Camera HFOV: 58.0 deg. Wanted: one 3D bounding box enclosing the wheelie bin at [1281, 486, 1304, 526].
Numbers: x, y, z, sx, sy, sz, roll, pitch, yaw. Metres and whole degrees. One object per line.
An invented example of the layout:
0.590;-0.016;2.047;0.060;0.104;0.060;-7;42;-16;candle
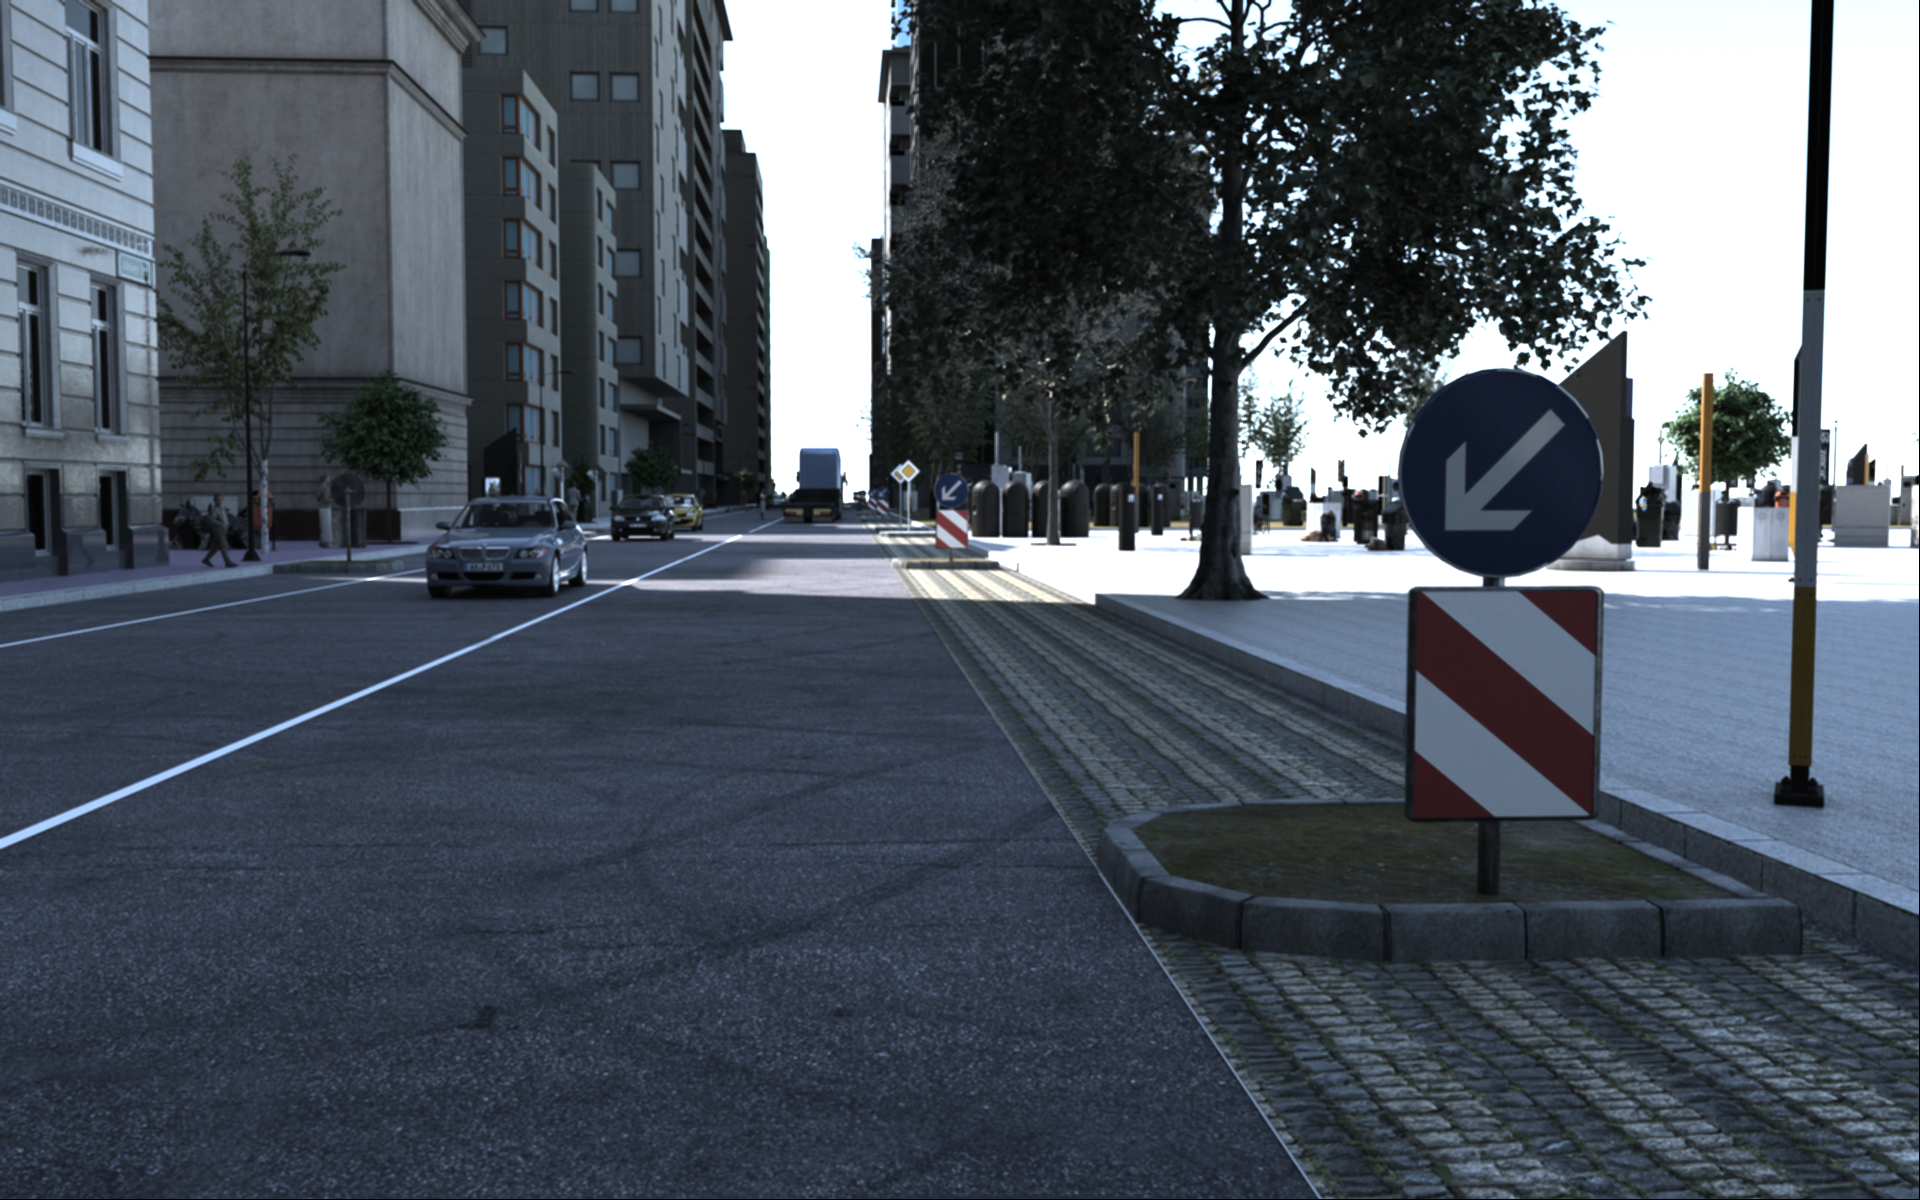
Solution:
13.329;-3.772;69.588;0.980;1.594;0.693;-2;4;-28;wheelie bin

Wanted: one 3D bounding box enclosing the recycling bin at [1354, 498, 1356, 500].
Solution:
24.228;-5.830;107.875;0.722;1.027;0.722;2;4;30;recycling bin

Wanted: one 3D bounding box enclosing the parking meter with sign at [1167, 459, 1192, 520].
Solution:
10.477;-5.426;84.980;1.738;3.016;0.543;0;4;4;parking meter with sign

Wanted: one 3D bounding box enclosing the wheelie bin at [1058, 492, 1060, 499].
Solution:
3.428;-3.567;66.222;0.980;1.594;0.693;0;4;-7;wheelie bin

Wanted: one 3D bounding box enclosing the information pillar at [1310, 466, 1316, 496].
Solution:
29.278;-9.317;143.693;0.504;3.616;0.183;0;4;-4;information pillar

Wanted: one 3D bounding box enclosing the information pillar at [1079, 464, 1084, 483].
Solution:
9.508;-8.814;135.460;0.504;3.616;0.183;-3;5;-41;information pillar

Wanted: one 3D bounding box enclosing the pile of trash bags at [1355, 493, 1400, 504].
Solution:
27.687;-6.430;114.878;3.447;1.369;1.912;-1;4;-20;pile of trash bags

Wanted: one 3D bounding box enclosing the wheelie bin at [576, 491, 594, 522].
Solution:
-17.451;-4.440;80.500;0.980;1.594;0.693;3;4;38;wheelie bin

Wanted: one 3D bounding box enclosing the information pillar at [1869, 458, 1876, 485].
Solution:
58.397;-7.317;110.992;0.504;3.616;0.183;1;4;22;information pillar

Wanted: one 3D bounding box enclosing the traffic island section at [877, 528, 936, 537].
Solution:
-1.685;-2.200;58.258;2.009;0.180;2.903;0;4;-4;traffic island section

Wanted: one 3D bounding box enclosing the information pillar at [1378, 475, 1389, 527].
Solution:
16.419;-3.836;67.210;0.304;2.012;0.304;-3;4;-36;information pillar

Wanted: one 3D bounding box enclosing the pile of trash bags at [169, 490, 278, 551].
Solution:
-16.810;-1.853;40.051;3.447;1.369;1.912;3;5;41;pile of trash bags

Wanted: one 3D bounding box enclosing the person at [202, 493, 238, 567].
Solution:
-12.997;-1.228;30.397;0.640;1.303;0.475;-1;4;-9;person

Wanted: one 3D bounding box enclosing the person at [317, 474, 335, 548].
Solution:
-15.003;-2.107;41.044;0.362;1.759;0.519;-3;4;-39;person

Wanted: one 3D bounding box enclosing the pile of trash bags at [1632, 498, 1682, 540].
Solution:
18.970;-2.339;47.987;1.912;1.369;3.447;1;4;14;pile of trash bags

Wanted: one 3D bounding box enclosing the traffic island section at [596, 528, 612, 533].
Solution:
-13.745;-2.640;65.444;2.009;0.180;2.903;0;4;-4;traffic island section

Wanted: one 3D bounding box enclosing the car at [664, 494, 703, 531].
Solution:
-11.030;-3.520;67.772;2.015;1.641;3.980;0;4;-4;car

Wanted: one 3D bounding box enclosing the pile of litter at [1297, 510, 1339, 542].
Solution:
9.696;-2.008;46.789;1.176;0.858;1.719;2;4;24;pile of litter

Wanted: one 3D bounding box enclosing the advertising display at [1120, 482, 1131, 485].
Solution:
9.187;-5.506;95.229;0.974;1.923;0.123;-1;4;-22;advertising display

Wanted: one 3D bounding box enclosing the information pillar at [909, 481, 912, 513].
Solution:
-3.477;-7.886;120.284;0.183;3.616;0.504;1;4;14;information pillar

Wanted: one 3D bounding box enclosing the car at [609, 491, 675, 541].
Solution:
-9.932;-2.727;54.381;2.009;1.686;4.222;0;4;-5;car

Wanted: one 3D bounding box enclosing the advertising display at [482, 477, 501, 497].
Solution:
-17.542;-3.650;64.891;0.123;1.923;0.974;1;4;21;advertising display

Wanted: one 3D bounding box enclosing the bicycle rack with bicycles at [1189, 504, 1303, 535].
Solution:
8.794;-2.558;55.197;2.925;0.926;2.852;-3;5;-40;bicycle rack with bicycles

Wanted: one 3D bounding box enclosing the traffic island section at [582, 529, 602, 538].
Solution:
-13.200;-2.153;57.478;2.009;0.180;2.903;0;4;-4;traffic island section

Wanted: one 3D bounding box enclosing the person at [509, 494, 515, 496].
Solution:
-17.353;-3.472;67.076;0.475;1.303;0.640;2;4;26;person

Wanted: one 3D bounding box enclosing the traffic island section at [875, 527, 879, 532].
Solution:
-2.230;-2.688;66.224;2.009;0.180;2.903;0;4;-4;traffic island section

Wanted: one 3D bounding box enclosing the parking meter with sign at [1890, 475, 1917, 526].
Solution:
38.539;-4.520;70.164;0.543;3.016;1.738;-3;4;-38;parking meter with sign

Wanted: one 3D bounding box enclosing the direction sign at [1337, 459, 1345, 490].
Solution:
24.743;-7.368;112.466;0.379;3.537;0.876;-1;4;-19;direction sign

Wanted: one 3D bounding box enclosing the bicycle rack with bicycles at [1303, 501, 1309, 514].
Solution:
21.635;-5.942;110.535;2.925;0.926;2.852;2;4;27;bicycle rack with bicycles

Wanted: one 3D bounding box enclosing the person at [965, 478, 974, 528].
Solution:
0.449;-3.705;65.983;0.648;1.900;0.474;-1;4;-11;person

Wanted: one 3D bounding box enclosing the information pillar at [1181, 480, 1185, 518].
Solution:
11.882;-5.424;93.177;0.304;2.012;0.304;-2;4;-30;information pillar

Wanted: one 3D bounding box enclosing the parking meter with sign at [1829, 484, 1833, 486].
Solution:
64.739;-8.110;128.866;1.738;3.016;0.543;-3;4;-38;parking meter with sign

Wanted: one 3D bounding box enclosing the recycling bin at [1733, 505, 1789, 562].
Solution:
15.382;-1.261;33.167;0.722;1.027;0.722;0;4;2;recycling bin

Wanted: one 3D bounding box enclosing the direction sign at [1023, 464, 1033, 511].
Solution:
5.159;-8.517;131.246;0.876;3.537;0.379;-2;4;-27;direction sign

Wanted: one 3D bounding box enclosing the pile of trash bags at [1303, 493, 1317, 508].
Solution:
27.455;-7.705;135.726;1.912;1.369;3.447;0;4;1;pile of trash bags

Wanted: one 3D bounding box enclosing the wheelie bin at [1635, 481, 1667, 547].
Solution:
16.683;-2.075;41.839;0.693;1.594;0.980;2;4;26;wheelie bin

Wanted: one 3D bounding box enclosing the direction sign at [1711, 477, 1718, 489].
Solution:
62.991;-9.383;145.409;0.876;3.537;0.379;-2;4;-32;direction sign

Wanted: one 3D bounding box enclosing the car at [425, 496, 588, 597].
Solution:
-6.607;-0.832;25.609;2.014;1.417;4.499;0;4;-4;car

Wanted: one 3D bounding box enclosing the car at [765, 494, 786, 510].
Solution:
-17.166;-9.325;161.262;1.959;1.807;4.718;0;4;-6;car

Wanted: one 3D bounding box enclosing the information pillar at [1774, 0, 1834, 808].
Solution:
3.556;-0.971;7.231;0.183;3.616;0.504;2;4;26;information pillar

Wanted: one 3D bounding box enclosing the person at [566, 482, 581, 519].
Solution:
-16.075;-4.034;72.198;0.606;1.804;0.583;0;4;2;person

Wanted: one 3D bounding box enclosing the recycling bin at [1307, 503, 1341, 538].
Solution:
10.565;-2.308;50.295;0.722;1.027;0.722;-2;4;-32;recycling bin

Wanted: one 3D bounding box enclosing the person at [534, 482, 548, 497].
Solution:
-17.376;-4.024;71.941;0.391;1.810;0.635;2;4;35;person

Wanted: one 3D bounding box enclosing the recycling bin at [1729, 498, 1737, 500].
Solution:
52.519;-6.441;117.857;0.722;1.027;0.722;-1;4;-17;recycling bin

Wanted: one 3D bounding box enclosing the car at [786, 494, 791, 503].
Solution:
-19.523;-11.014;190.306;2.015;1.641;3.980;0;4;-4;car

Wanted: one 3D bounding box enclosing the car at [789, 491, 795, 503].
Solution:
-18.569;-11.689;199.781;2.281;1.827;5.304;0;4;-5;car

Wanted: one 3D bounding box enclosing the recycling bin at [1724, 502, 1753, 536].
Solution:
24.016;-2.509;53.577;0.722;1.027;0.722;0;4;3;recycling bin

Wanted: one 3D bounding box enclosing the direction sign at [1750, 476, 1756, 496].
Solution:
48.563;-6.994;106.345;0.379;3.537;0.876;0;4;-7;direction sign

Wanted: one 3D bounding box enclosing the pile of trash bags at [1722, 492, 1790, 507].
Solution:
32.770;-3.812;72.076;3.447;1.369;1.912;0;4;1;pile of trash bags
